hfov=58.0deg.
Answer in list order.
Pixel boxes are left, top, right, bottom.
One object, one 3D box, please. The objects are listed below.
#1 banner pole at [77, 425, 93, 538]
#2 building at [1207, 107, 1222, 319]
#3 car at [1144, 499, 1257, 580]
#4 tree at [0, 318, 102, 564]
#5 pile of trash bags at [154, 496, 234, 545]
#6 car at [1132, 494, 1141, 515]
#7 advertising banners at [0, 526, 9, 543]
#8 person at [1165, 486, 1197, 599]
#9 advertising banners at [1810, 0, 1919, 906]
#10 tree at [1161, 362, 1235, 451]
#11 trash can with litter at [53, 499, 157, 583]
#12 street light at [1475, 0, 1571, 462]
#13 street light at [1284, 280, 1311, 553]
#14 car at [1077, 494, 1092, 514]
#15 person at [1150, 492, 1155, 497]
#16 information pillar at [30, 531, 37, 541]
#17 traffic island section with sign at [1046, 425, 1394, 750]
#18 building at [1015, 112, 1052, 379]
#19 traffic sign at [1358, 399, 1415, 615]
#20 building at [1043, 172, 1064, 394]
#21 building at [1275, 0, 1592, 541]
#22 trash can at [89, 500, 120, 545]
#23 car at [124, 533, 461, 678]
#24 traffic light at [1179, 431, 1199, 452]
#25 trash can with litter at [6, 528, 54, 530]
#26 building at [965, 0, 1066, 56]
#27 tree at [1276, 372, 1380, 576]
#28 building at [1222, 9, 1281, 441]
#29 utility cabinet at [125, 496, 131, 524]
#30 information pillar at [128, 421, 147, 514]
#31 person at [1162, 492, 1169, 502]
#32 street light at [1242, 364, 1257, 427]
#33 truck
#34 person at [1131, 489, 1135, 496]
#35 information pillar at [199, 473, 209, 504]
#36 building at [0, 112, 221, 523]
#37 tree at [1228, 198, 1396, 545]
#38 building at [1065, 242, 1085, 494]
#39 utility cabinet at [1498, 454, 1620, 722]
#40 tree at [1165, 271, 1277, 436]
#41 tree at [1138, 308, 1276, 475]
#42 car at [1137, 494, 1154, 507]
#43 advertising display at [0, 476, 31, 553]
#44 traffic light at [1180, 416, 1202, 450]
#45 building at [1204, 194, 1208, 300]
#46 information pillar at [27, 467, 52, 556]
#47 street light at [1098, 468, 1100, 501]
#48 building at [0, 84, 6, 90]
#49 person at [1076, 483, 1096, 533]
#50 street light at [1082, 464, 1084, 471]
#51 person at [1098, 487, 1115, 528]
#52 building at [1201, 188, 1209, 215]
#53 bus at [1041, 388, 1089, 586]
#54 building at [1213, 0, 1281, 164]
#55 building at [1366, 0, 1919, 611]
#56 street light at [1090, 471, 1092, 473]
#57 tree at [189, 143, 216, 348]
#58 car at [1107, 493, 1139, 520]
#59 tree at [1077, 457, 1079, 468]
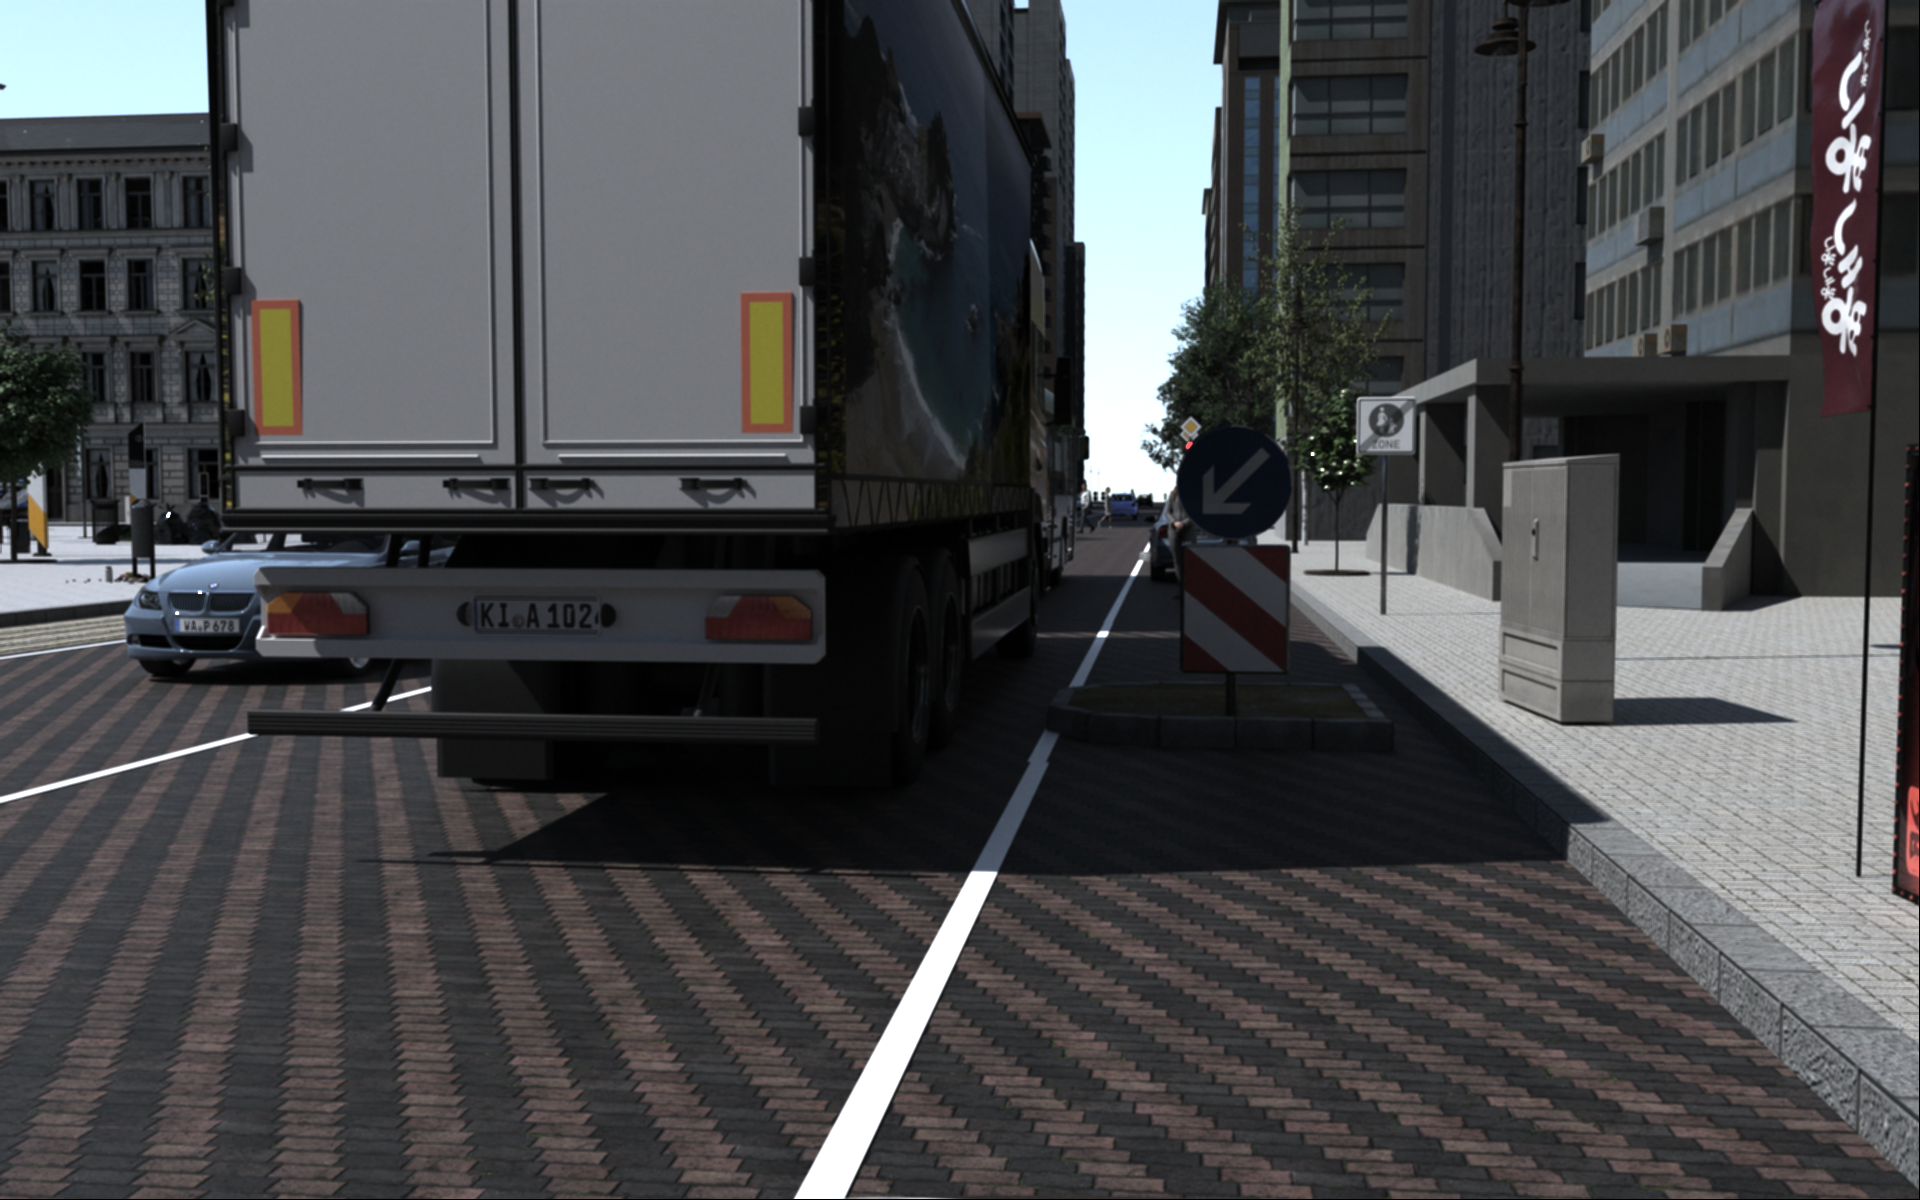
[{"bbox_3d":[-25.411,-3.673,50.078,0.401,3.779,0.863,-1,4,-14],"label":"banner pole"},{"bbox_3d":[40.769,-35.632,206.291,21.300,48.544,21.600,0,4,7],"label":"building"},{"bbox_3d":[4.176,-1.095,29.909,2.014,1.417,4.499,0,4,7],"label":"car"},{"bbox_3d":[-17.786,-2.974,32.342,4.285,4.588,4.351,0,3,0],"label":"tree"},{"bbox_3d":[-19.034,-2.151,44.923,1.912,1.369,3.447,2,4,27],"label":"pile of trash bags"},{"bbox_3d":[11.249,-6.594,117.593,2.009,1.686,4.222,0,4,6],"label":"car"},{"bbox_3d":[-25.014,-2.974,44.811,0.090,3.025,2.074,1,4,8],"label":"advertising banners"},{"bbox_3d":[3.044,-0.908,23.624,0.520,1.790,0.573,1,4,10],"label":"person"},{"bbox_3d":[2.999,-0.551,5.199,0.090,3.025,2.074,0,4,2],"label":"advertising banners"},{"bbox_3d":[18.160,-12.671,125.301,7.486,12.596,7.792,0,3,0],"label":"tree"},{"bbox_3d":[-11.796,-0.866,25.219,2.233,1.210,1.678,3,4,36],"label":"trash can with litter"},{"bbox_3d":[4.234,-2.468,13.135,0.468,5.910,1.993,0,4,7],"label":"street light"},{"bbox_3d":[7.290,-3.960,37.541,0.468,5.910,1.993,0,4,7],"label":"street light"},{"bbox_3d":[8.477,-6.924,125.000,2.131,1.459,4.920,1,4,9],"label":"car"},{"bbox_3d":[29.684,-15.893,269.062,1.217,1.735,0.721,0,4,-6],"label":"person"},{"bbox_3d":[-25.526,-2.641,47.673,0.304,2.012,0.304,1,4,15],"label":"information pillar"},{"bbox_3d":[1.564,-0.129,10.733,1.989,1.847,2.006,0,4,7],"label":"traffic island section with sign"},{"bbox_3d":[-1.146,-33.138,196.427,22.147,44.769,28.867,0,4,7],"label":"building"},{"bbox_3d":[4.500,-0.992,18.350,0.606,2.300,0.079,1,4,9],"label":"traffic sign"},{"bbox_3d":[6.890,-36.009,238.850,14.600,45.320,14.200,0,4,7],"label":"building"},{"bbox_3d":[16.763,-22.553,52.340,14.154,41.232,14.086,0,4,7],"label":"building"},{"bbox_3d":[-21.804,-1.990,44.186,0.748,1.137,0.748,0,3,0],"label":"trash can"},{"bbox_3d":[-5.384,-0.191,15.124,2.014,1.417,4.499,0,4,6],"label":"car"},{"bbox_3d":[9.262,-4.974,70.250,0.839,4.253,0.868,0,4,7],"label":"traffic light"},{"bbox_3d":[-33.639,-3.164,62.788,1.678,1.210,2.233,-1,4,-18],"label":"trash can with litter"},{"bbox_3d":[7.237,-49.986,255.524,20.563,71.187,20.611,0,4,7],"label":"building"},{"bbox_3d":[6.063,-2.008,27.434,1.663,3.219,1.824,0,3,0],"label":"tree"},{"bbox_3d":[31.668,-31.300,161.859,14.600,45.320,14.200,0,4,7],"label":"building"},{"bbox_3d":[-31.212,-3.308,65.246,0.306,1.237,1.020,-2,4,-35],"label":"utility cabinet"},{"bbox_3d":[-26.475,-3.941,55.790,0.504,3.616,0.183,-1,4,-13],"label":"information pillar"},{"bbox_3d":[35.978,-17.984,303.317,1.217,1.735,0.721,2,4,27],"label":"person"},{"bbox_3d":[10.286,-5.439,61.711,0.468,5.910,1.993,0,4,7],"label":"street light"},{"bbox_3d":[-0.925,-1.407,11.922,2.839,4.237,11.283,0,4,7],"label":"truck"},{"bbox_3d":[12.585,-7.211,126.491,0.616,1.811,0.778,2,4,24],"label":"person"},{"bbox_3d":[-25.980,-3.367,59.549,0.304,2.012,0.304,-2,4,-24],"label":"information pillar"},{"bbox_3d":[-40.464,-13.309,82.223,19.286,19.102,10.561,0,4,7],"label":"building"},{"bbox_3d":[8.630,-5.662,42.941,4.737,8.622,4.395,0,3,0],"label":"tree"},{"bbox_3d":[12.359,-36.098,273.796,14.154,41.232,14.086,0,4,7],"label":"building"},{"bbox_3d":[3.467,-0.088,10.120,0.318,1.500,1.173,0,4,1],"label":"utility cabinet"},{"bbox_3d":[13.376,-9.556,82.001,9.928,11.665,9.643,0,3,0],"label":"tree"},{"bbox_3d":[16.164,-11.610,106.825,9.611,12.733,9.660,0,3,0],"label":"tree"},{"bbox_3d":[20.729,-11.282,194.240,2.009,1.686,4.222,1,4,9],"label":"car"},{"bbox_3d":[-20.353,-1.973,37.471,0.974,1.923,0.123,0,4,-8],"label":"advertising display"},{"bbox_3d":[8.276,-4.490,62.326,0.839,4.253,0.868,0,4,7],"label":"traffic light"},{"bbox_3d":[47.912,-39.075,262.572,21.300,48.544,21.600,0,4,7],"label":"building"},{"bbox_3d":[-19.014,-2.711,35.671,0.504,3.616,0.183,2,4,25],"label":"information pillar"},{"bbox_3d":[24.259,-20.211,303.241,0.468,5.910,1.993,0,4,7],"label":"street light"},{"bbox_3d":[-62.647,-17.642,85.711,25.104,27.353,12.463,0,4,7],"label":"building"},{"bbox_3d":[4.595,-3.360,63.535,0.850,1.850,0.679,-1,4,-22],"label":"person"},{"bbox_3d":[18.119,-17.252,254.852,0.468,5.910,1.993,0,4,7],"label":"street light"},{"bbox_3d":[6.134,-3.852,72.226,0.760,1.731,0.466,-2,4,-26],"label":"person"},{"bbox_3d":[54.465,-42.658,286.691,28.713,52.752,27.495,0,4,7],"label":"building"},{"bbox_3d":[-0.013,-1.807,24.401,2.948,3.499,13.247,0,4,8],"label":"bus"},{"bbox_3d":[41.108,-36.220,181.430,28.713,52.752,27.495,0,4,7],"label":"building"},{"bbox_3d":[23.209,-20.336,24.376,32.217,40.220,23.993,0,4,7],"label":"building"},{"bbox_3d":[21.080,-18.734,279.095,0.468,5.910,1.993,0,4,7],"label":"street light"},{"bbox_3d":[-10.793,-4.873,30.041,4.737,8.622,4.395,0,3,0],"label":"tree"},{"bbox_3d":[9.026,-5.316,96.512,1.945,1.707,3.694,0,4,5],"label":"car"},{"bbox_3d":[12.839,-16.265,216.300,4.360,8.622,3.978,0,3,0],"label":"tree"}]
